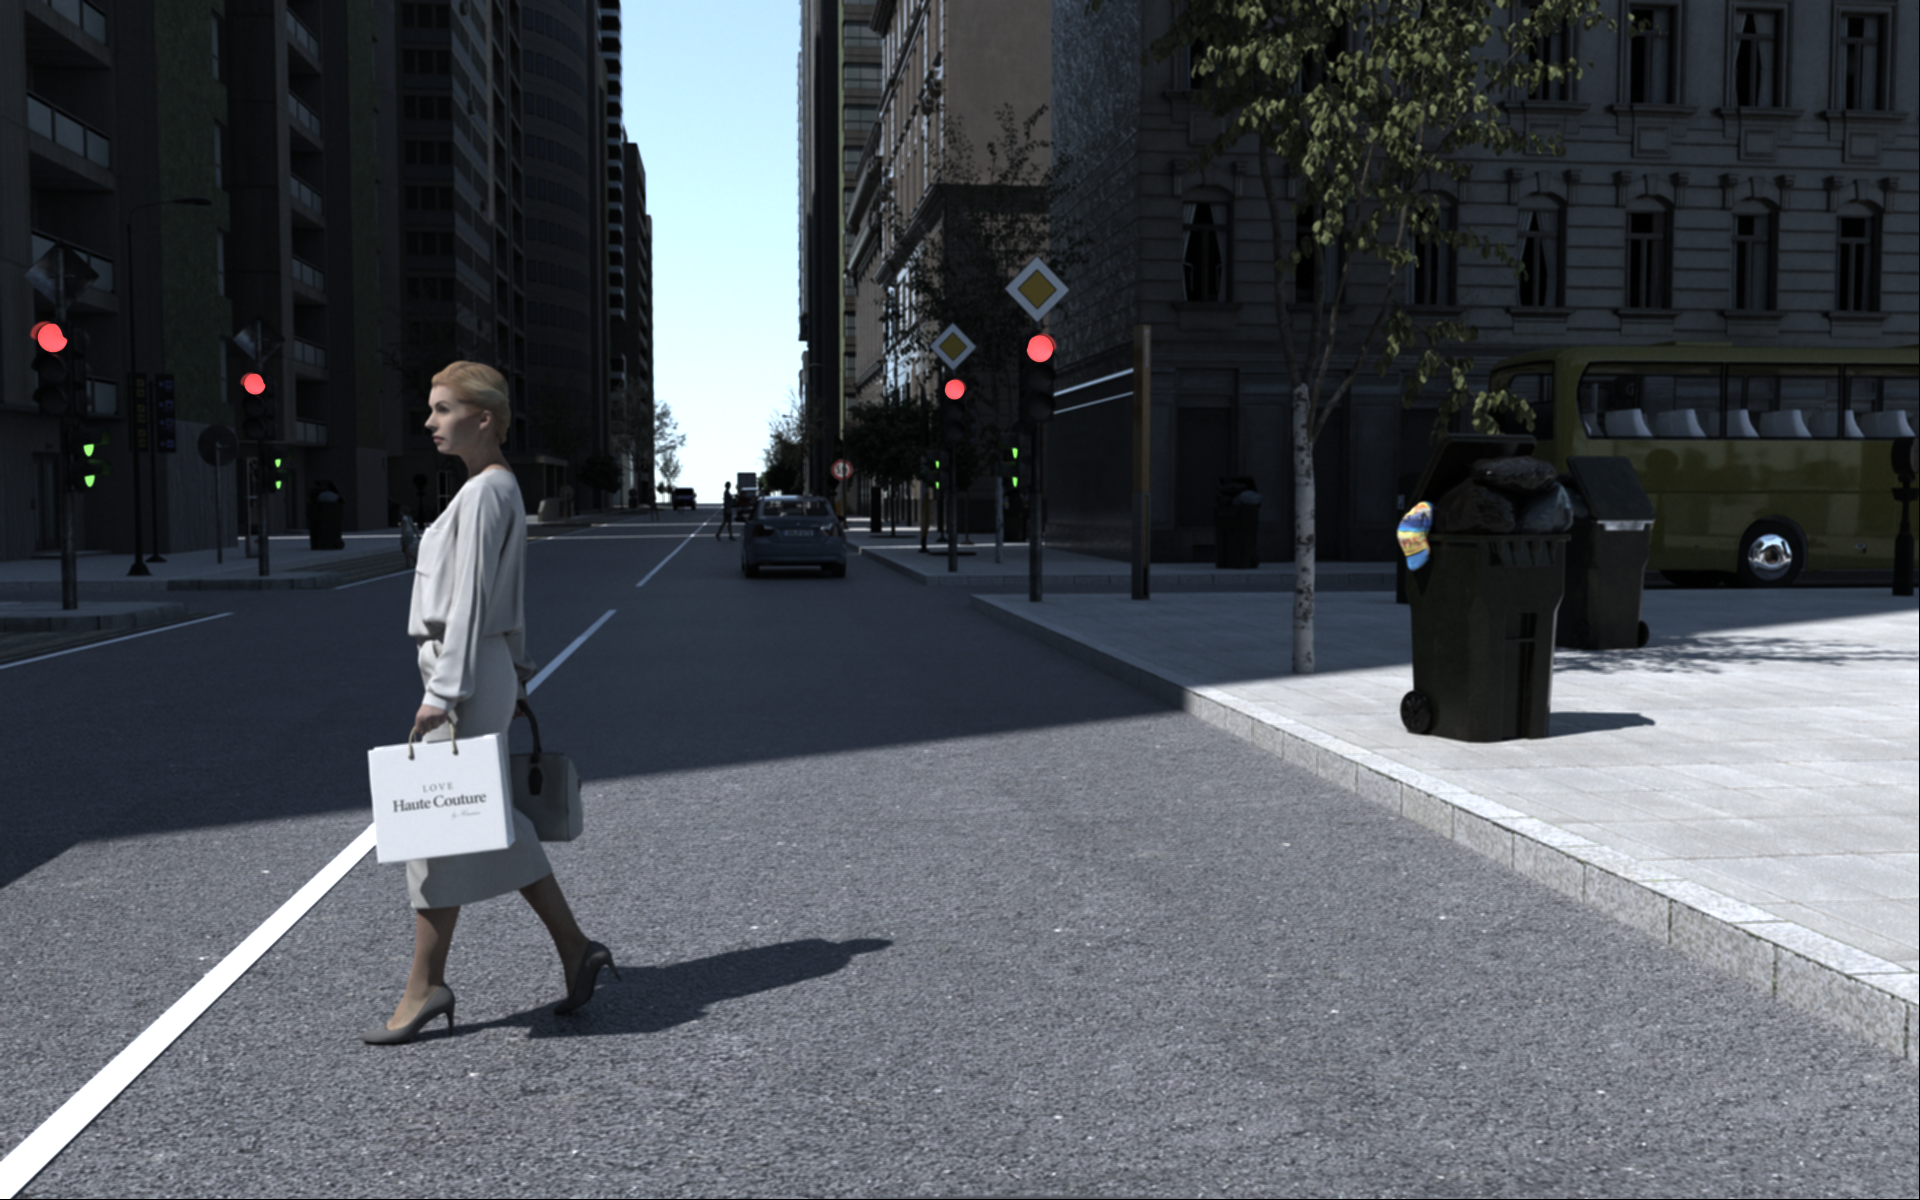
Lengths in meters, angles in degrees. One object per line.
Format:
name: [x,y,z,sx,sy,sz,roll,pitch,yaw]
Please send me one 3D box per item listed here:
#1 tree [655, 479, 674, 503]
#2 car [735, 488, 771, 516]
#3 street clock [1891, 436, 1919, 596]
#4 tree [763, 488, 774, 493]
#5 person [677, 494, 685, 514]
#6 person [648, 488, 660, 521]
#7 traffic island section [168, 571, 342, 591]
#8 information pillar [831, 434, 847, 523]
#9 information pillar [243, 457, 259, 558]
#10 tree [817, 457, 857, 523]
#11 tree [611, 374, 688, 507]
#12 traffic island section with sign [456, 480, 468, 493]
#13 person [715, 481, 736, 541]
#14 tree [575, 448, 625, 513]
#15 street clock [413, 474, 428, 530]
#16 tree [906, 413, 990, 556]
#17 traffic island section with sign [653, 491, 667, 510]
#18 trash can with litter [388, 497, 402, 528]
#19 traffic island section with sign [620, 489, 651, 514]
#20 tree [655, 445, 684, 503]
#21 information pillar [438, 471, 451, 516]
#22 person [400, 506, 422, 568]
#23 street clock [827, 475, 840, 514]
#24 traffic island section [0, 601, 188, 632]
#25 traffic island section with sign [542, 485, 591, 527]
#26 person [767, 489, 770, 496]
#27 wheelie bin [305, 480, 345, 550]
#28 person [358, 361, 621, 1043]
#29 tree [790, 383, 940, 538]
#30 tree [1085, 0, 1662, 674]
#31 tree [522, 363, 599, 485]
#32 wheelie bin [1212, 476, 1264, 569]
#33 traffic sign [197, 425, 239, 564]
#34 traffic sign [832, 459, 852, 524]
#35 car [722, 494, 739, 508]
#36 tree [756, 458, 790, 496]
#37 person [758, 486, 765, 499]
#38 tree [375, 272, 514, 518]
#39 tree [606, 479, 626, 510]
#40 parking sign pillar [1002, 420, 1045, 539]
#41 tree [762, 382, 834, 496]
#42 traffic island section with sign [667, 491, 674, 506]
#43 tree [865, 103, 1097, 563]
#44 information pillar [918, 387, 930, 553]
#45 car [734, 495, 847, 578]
tree: [-38.130,-13.890,221.708,1.663,3.219,1.824,0,3,0]
car: [-12.844,-6.046,107.533,2.281,1.827,5.304,0,4,-8]
street clock: [11.921,-1.056,21.836,0.471,2.002,0.358,-3,5,-42]
tree: [-26.948,-15.156,242.404,1.663,3.219,1.824,0,3,0]
person: [-20.005,-6.859,123.835,0.799,1.438,0.628,1,4,19]
person: [-16.563,-5.188,93.658,0.599,1.781,0.374,1,4,15]
traffic island section: [-10.950,-0.301,27.205,2.009,0.180,2.903,0,4,-7]
information pillar: [-4.673,-4.671,67.728,0.504,3.616,0.183,-1,4,-16]
information pillar: [-14.167,-1.851,34.753,0.304,2.012,0.304,-3,4,-36]
tree: [-5.324,-5.106,78.088,1.663,3.219,1.824,0,3,0]
tree: [-32.824,-16.253,176.100,12.009,13.543,11.850,0,3,0]
traffic island section with sign: [-13.683,-2.422,48.223,1.989,1.847,2.006,0,4,-7]
person: [-7.206,-2.744,53.389,0.654,1.822,0.581,1,4,14]
tree: [-25.074,-8.389,120.881,4.285,4.588,4.351,0,3,0]
street clock: [-19.425,-3.538,62.414,0.471,2.002,0.358,0,4,-1]
tree: [-0.180,-2.564,36.527,1.663,3.219,1.824,0,3,0]
traffic island section with sign: [-27.220,-8.841,153.179,1.989,1.847,2.006,0,4,-7]
trash can with litter: [-21.445,-3.342,66.034,1.055,1.170,0.624,-3,5,-39]
traffic island section with sign: [-23.713,-7.175,125.931,1.989,1.847,2.006,0,4,-7]
tree: [-41.466,-18.149,247.091,4.737,8.622,4.395,0,3,0]
information pillar: [-16.385,-3.093,55.063,0.304,2.012,0.304,0,4,5]
person: [-10.555,-1.203,33.186,0.382,1.210,0.505,0,4,-2]
street clock: [-4.758,-3.697,65.009,0.471,2.002,0.358,-1,4,-9]
traffic island section: [-9.928,0.183,19.285,2.009,0.180,2.903,0,4,-7]
traffic island section with sign: [-17.294,-4.136,76.249,1.989,1.847,2.006,0,4,-7]
person: [-13.768,-7.125,124.936,0.705,1.831,1.348,0,4,-1]
wheelie bin: [-14.604,-1.954,39.861,0.980,1.594,0.693,2,4,33]
person: [-1.248,0.261,4.587,0.624,1.780,0.694,0,4,3]
tree: [-1.955,-4.144,51.462,4.285,4.588,4.351,0,3,0]
tree: [2.539,-3.766,11.930,4.737,8.622,4.395,0,3,0]
tree: [-22.662,-9.052,98.358,4.737,8.622,4.395,0,3,0]
wheelie bin: [4.771,-1.340,29.816,0.980,1.594,0.693,3,4,36]
traffic sign: [-13.656,-1.944,31.884,0.768,2.556,0.104,0,4,2]
traffic sign: [-4.330,-3.885,63.628,0.768,2.556,0.104,0,4,-4]
car: [-20.694,-9.073,158.132,2.009,1.686,4.222,-1,4,-8]
tree: [-15.948,-10.512,155.583,4.285,4.588,4.351,0,3,0]
person: [-10.531,-5.118,92.036,0.748,1.841,0.638,3,5,41]
tree: [-17.350,-6.605,58.362,4.360,8.622,3.978,0,3,0]
tree: [-27.808,-8.791,138.326,1.663,3.219,1.824,0,3,0]
parking sign pillar: [1.773,-3.794,50.499,1.447,3.967,1.447,-3,4,-36]
tree: [-10.428,-9.949,113.035,4.360,8.622,3.978,0,3,0]
traffic island section with sign: [-34.242,-12.160,207.448,1.989,1.847,2.006,0,4,-7]
tree: [0.499,-4.985,31.873,4.360,8.622,3.978,0,3,0]
information pillar: [-0.770,-2.838,37.756,0.183,3.616,0.504,-1,4,-14]
car: [-3.025,-1.166,31.074,2.014,1.417,4.499,-1,4,-8]
